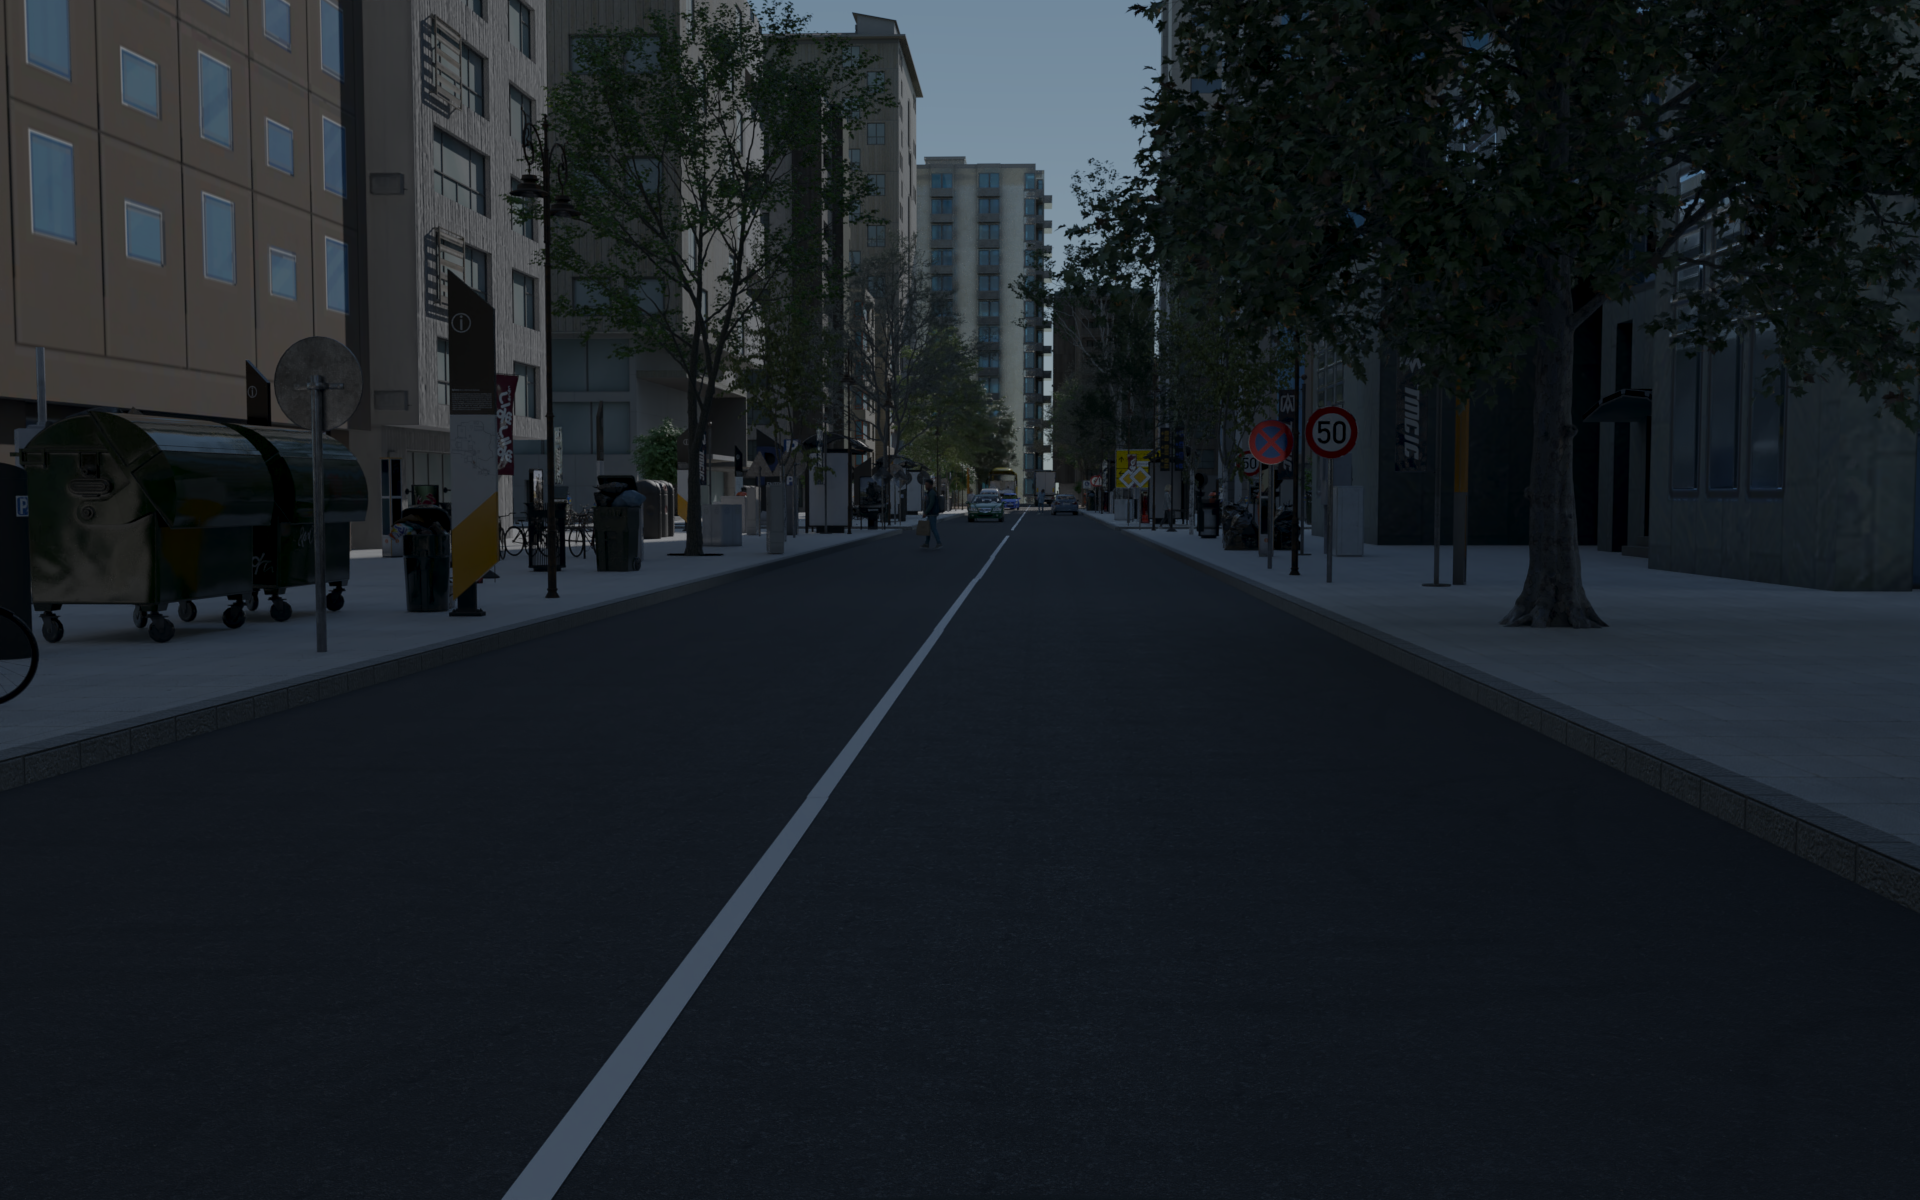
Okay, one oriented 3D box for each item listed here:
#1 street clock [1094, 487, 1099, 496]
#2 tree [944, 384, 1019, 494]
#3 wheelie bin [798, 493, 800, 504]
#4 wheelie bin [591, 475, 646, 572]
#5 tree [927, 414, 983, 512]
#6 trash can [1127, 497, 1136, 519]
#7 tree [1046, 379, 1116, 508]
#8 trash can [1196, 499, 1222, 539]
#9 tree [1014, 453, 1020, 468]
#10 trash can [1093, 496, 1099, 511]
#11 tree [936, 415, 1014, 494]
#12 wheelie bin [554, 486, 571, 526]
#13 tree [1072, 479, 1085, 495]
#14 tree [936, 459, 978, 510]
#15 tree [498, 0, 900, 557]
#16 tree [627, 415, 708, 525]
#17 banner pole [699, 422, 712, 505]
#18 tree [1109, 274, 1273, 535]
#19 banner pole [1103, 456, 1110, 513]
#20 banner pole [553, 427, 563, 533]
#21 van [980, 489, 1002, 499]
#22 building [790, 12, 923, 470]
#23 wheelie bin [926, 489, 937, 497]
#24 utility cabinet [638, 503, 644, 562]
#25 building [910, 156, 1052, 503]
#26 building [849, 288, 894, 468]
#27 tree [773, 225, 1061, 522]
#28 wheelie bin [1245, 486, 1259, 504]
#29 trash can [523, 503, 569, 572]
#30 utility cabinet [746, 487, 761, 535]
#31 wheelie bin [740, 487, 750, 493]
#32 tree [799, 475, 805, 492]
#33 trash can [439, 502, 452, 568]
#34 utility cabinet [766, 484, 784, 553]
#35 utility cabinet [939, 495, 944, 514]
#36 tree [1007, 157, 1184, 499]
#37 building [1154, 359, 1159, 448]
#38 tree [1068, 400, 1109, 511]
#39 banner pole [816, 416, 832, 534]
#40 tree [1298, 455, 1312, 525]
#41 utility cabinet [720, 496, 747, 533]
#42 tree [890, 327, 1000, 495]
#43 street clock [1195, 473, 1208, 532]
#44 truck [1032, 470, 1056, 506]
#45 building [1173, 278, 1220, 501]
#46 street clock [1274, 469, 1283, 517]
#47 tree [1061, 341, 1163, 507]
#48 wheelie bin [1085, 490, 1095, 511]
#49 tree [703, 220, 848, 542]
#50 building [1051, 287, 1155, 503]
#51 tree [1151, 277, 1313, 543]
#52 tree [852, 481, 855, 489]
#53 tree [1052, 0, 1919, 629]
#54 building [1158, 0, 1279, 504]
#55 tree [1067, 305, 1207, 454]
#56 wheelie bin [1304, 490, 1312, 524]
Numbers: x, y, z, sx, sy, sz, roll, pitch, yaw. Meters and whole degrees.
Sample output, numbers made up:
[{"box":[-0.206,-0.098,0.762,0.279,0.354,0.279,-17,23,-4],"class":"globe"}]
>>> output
[{"box":[11.359,-8.538,144.167,0.358,2.002,0.471,-2,4,-31],"class":"street clock"},{"box":[2.295,-17.512,192.974,9.857,13.997,8.962,0,3,0],"class":"tree"},{"box":[-8.658,-4.956,88.936,0.980,1.594,0.693,3,4,37],"class":"wheelie bin"},{"box":[-5.680,-1.275,28.758,0.980,1.594,0.693,1,4,10],"class":"wheelie bin"},{"box":[-0.632,-10.651,124.512,4.737,8.622,4.395,0,3,0],"class":"tree"},{"box":[8.924,-4.745,89.228,0.748,1.137,0.748,0,3,0],"class":"trash can"},{"box":[11.337,-14.077,155.918,9.928,11.665,9.643,0,3,0],"class":"tree"},{"box":[7.206,-2.354,50.143,0.748,1.137,0.748,0,3,0],"class":"trash can"},{"box":[3.387,-17.325,217.667,8.767,10.594,7.601,0,4,2],"class":"tree"},{"box":[10.422,-7.310,131.171,0.748,1.137,0.748,0,3,0],"class":"trash can"},{"box":[0.728,-14.906,178.118,7.601,10.594,8.767,1,4,12],"class":"tree"},{"box":[-16.235,-3.819,70.342,0.980,1.594,0.693,0,4,1],"class":"wheelie bin"},{"box":[15.344,-13.875,221.450,1.663,3.219,1.824,0,3,0],"class":"tree"},{"box":[-0.084,-10.232,151.009,4.285,4.588,4.351,0,3,0],"class":"tree"},{"box":[-5.357,-6.725,35.702,9.928,11.665,9.643,0,3,0],"class":"tree"},{"box":[-12.287,-5.420,72.326,4.285,4.588,4.351,0,3,0],"class":"tree"},{"box":[-8.905,-4.313,60.533,0.863,3.779,0.401,2,4,33],"class":"banner pole"},{"box":[7.552,-6.380,54.668,4.360,8.622,3.978,0,3,0],"class":"tree"},{"box":[9.691,-7.613,114.494,0.863,3.779,0.401,-2,4,-35],"class":"banner pole"},{"box":[-13.287,-4.095,56.970,0.401,3.779,0.863,-3,5,-45],"class":"banner pole"},{"box":[2.225,-7.573,130.823,2.013,2.044,4.112,0,4,4],"class":"van"},{"box":[-18.855,-37.324,199.487,27.495,52.752,28.713,0,4,3],"class":"building"},{"box":[-1.865,-6.570,115.320,0.980,1.594,0.693,-3,5,-45],"class":"wheelie bin"},{"box":[-6.209,-1.344,33.129,0.306,1.237,1.020,0,4,-8],"class":"utility cabinet"},{"box":[-2.106,-38.449,248.250,30.456,49.044,23.786,0,4,3],"class":"building"},{"box":[-21.116,-19.306,160.686,27.650,21.520,28.899,0,4,3],"class":"building"},{"box":[-3.277,-10.280,78.448,12.009,13.543,11.850,0,3,0],"class":"tree"},{"box":[11.972,-3.777,69.655,0.980,1.594,0.693,-1,4,-11],"class":"wheelie bin"},{"box":[-6.855,-1.045,28.738,0.748,1.137,0.748,0,3,0],"class":"trash can"},{"box":[-6.481,-2.793,54.337,0.318,1.500,1.173,0,4,1],"class":"utility cabinet"},{"box":[-9.859,-4.452,80.697,0.980,1.594,0.693,1,4,11],"class":"wheelie bin"},{"box":[-7.844,-5.979,92.354,1.663,3.219,1.824,0,3,0],"class":"tree"},{"box":[-8.752,-1.142,30.320,0.748,1.137,0.748,0,3,0],"class":"trash can"},{"box":[-4.003,-1.754,37.357,0.318,1.500,1.173,-1,4,-10],"class":"utility cabinet"},{"box":[-1.374,-6.281,113.863,0.306,1.237,1.020,1,4,18],"class":"utility cabinet"},{"box":[8.049,-14.963,100.542,12.611,20.169,13.585,0,3,0],"class":"tree"},{"box":[41.674,-24.646,248.000,28.899,21.520,27.650,0,4,3],"class":"building"},{"box":[10.168,-10.905,128.657,4.360,8.622,3.978,0,3,0],"class":"tree"},{"box":[-4.440,-4.026,55.839,0.401,3.779,0.863,-2,4,-32],"class":"banner pole"},{"box":[14.983,-4.727,71.883,1.663,3.219,1.824,0,3,0],"class":"tree"},{"box":[-7.348,-2.788,56.743,1.020,1.237,0.306,2,4,31],"class":"utility cabinet"},{"box":[-1.208,-12.105,116.046,7.486,12.596,7.792,0,3,0],"class":"tree"},{"box":[8.232,-3.345,59.260,0.358,2.002,0.471,-3,5,-43],"class":"street clock"},{"box":[10.200,-13.473,209.191,2.839,4.237,11.283,0,4,2],"class":"truck"},{"box":[25.595,-23.223,151.399,14.160,30.474,14.107,0,4,3],"class":"building"},{"box":[9.277,-2.845,51.094,0.471,2.002,0.358,-1,4,-15],"class":"street clock"},{"box":[11.229,-13.819,136.303,12.009,13.543,11.850,0,3,0],"class":"tree"},{"box":[10.014,-7.625,132.569,0.693,1.594,0.980,-2,4,-33],"class":"wheelie bin"},{"box":[-4.800,-5.865,46.249,4.737,8.622,4.395,0,3,0],"class":"tree"},{"box":[19.932,-28.823,242.949,14.107,30.474,14.160,0,4,3],"class":"building"},{"box":[7.169,-5.792,45.056,4.737,8.622,4.395,0,3,0],"class":"tree"},{"box":[-7.170,-6.841,106.455,1.663,3.219,1.824,0,3,0],"class":"tree"},{"box":[5.685,-6.092,16.608,9.611,12.733,9.660,0,3,0],"class":"tree"},{"box":[30.387,-38.535,172.052,21.231,58.520,28.212,0,4,3],"class":"building"},{"box":[8.755,-9.278,86.100,7.601,10.594,8.767,-2,4,-25],"class":"tree"},{"box":[15.261,-4.087,74.735,0.980,1.594,0.693,1,4,9],"class":"wheelie bin"}]
